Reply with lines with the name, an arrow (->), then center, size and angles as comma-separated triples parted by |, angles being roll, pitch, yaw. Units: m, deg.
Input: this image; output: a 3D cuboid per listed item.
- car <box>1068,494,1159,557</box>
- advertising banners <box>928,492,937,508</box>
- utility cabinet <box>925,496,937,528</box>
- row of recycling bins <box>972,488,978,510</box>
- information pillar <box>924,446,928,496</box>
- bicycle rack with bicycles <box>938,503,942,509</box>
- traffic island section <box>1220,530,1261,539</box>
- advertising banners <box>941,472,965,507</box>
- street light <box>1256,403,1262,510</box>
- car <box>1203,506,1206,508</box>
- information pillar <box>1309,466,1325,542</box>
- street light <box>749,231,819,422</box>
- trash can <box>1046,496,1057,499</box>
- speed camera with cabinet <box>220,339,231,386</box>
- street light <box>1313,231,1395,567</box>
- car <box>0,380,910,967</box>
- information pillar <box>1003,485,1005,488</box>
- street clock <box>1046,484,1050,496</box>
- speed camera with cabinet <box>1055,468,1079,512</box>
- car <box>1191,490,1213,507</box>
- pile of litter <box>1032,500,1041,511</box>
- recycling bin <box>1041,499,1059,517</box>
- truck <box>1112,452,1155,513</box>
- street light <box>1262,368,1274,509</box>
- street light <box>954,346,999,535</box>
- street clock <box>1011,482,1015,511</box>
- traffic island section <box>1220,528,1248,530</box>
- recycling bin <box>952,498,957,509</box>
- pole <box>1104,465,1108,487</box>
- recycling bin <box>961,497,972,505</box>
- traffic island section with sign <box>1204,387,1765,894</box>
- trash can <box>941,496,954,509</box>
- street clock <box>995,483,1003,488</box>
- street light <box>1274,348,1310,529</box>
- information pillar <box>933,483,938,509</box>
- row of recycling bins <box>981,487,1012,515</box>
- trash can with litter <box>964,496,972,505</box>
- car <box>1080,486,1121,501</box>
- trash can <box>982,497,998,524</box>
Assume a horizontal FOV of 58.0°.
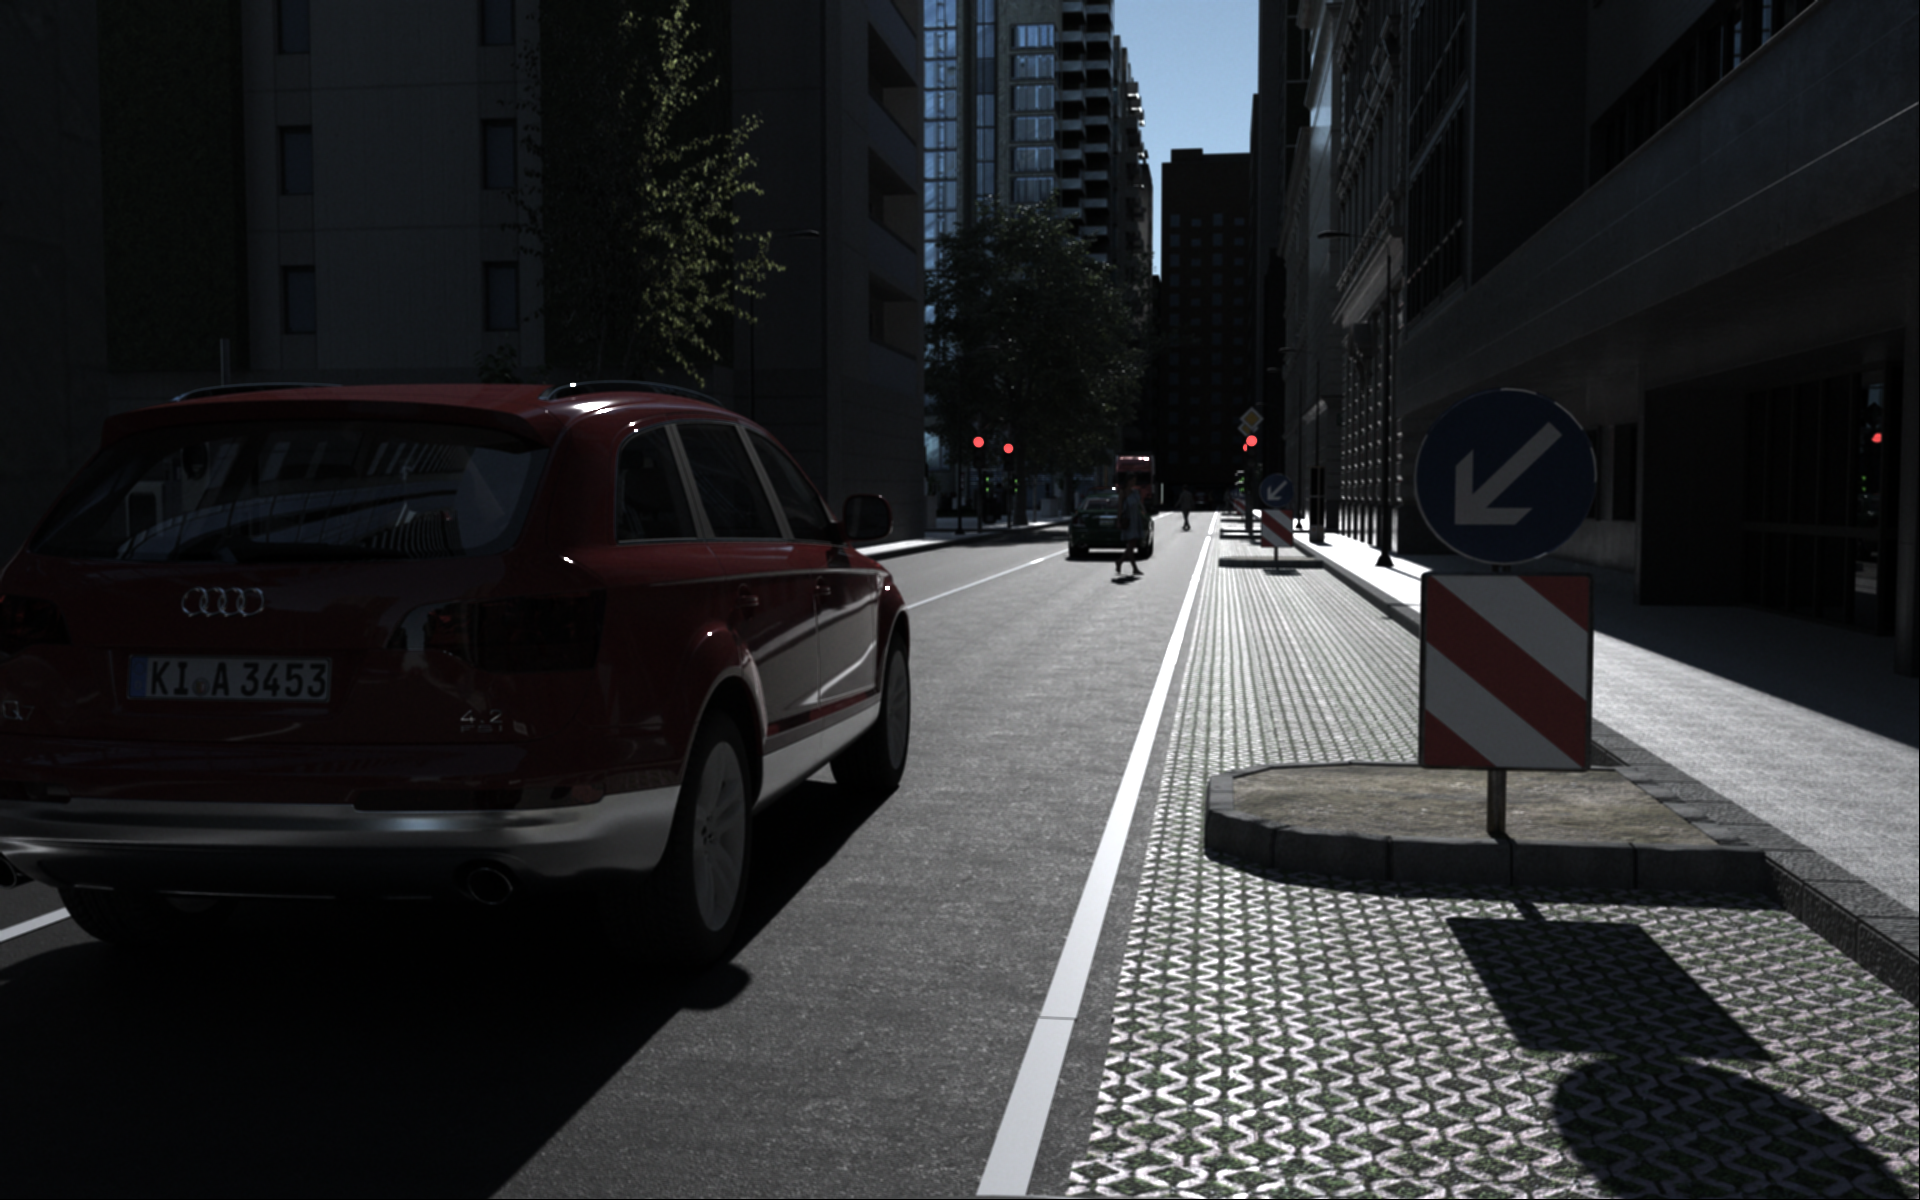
car -> 3.588, -1.770, 40.732 | 2.131, 1.459, 4.920 | 1, 4, 8
advertising banners -> -2.315, -6.316, 99.450 | 2.074, 3.025, 0.090 | 1, 4, 22
utility cabinet -> -1.202, -3.320, 65.445 | 0.306, 1.237, 1.020 | 1, 4, 20
row of recycling bins -> 1.511, -6.226, 108.913 | 1.069, 1.692, 3.534 | 1, 4, 13
information pillar -> -1.849, -5.715, 84.799 | 0.504, 3.616, 0.183 | 3, 5, 39
bicycle rack with bicycles -> -2.302, -6.817, 124.837 | 2.925, 0.926, 2.852 | 1, 4, 11
traffic island section -> 9.372, -2.046, 55.739 | 2.009, 0.180, 2.903 | 1, 4, 9
advertising banners -> -0.572, -8.659, 137.764 | 2.074, 3.025, 0.090 | -1, 4, -13
street light -> 15.816, -7.098, 88.597 | 1.470, 5.913, 1.316 | 1, 4, 9
car -> 24.553, -10.433, 179.380 | 1.959, 1.807, 4.718 | 1, 4, 10
information pillar -> 9.521, -2.549, 46.176 | 0.304, 2.012, 0.304 | 3, 5, 44
street light -> -3.174, -3.563, 30.793 | 1.470, 5.913, 1.316 | 1, 4, 9
trash can -> 6.043, -6.296, 114.588 | 0.748, 1.137, 0.748 | 0, 3, 0
speed camera with cabinet -> -10.020, -1.716, 22.395 | 2.038, 3.252, 0.660 | 3, 4, 36
street light -> 7.013, -3.557, 30.698 | 1.470, 5.913, 1.316 | 1, 4, 9
car -> -1.510, 0.108, 6.900 | 2.281, 1.827, 5.304 | 0, 4, 8
information pillar -> 3.271, -7.951, 134.492 | 0.304, 2.012, 0.304 | 3, 5, 45
street clock -> 6.149, -7.136, 121.236 | 0.358, 2.002, 0.471 | 1, 4, 9
speed camera with cabinet -> 7.572, -7.868, 122.983 | 0.660, 3.252, 2.038 | 3, 5, 43
car -> 23.587, -9.823, 169.280 | 2.281, 1.827, 5.304 | 1, 4, 8
pile of litter -> 6.428, -7.360, 134.299 | 1.719, 0.858, 1.176 | 0, 4, 0
recycling bin -> 4.939, -5.065, 95.371 | 0.722, 1.027, 0.722 | 3, 5, 43
truck -> 11.922, -7.884, 117.818 | 2.839, 4.237, 11.283 | 0, 4, 7
street light -> 12.032, -5.600, 64.104 | 1.470, 5.913, 1.316 | 1, 4, 9
street light -> 0.528, -5.025, 54.697 | 1.470, 5.913, 1.316 | 1, 4, 9
street clock -> 2.734, -4.970, 85.834 | 0.471, 2.002, 0.358 | 0, 4, 2
traffic island section -> 10.567, -2.529, 63.635 | 2.009, 0.180, 2.903 | 1, 4, 9
recycling bin -> -0.572, -6.487, 118.609 | 0.722, 1.027, 0.722 | 0, 4, -2
pole -> 9.838, -7.517, 116.741 | 0.158, 3.312, 0.155 | 0, 3, 0
recycling bin -> 0.540, -7.744, 139.176 | 0.722, 1.027, 0.722 | 1, 4, 20
traffic island section with sign -> 2.038, 0.085, 7.241 | 1.989, 1.847, 2.006 | 1, 4, 9
trash can -> -0.761, -5.681, 104.536 | 0.748, 1.137, 0.748 | 0, 3, 0
street clock -> 2.567, -6.689, 113.933 | 0.471, 2.002, 0.358 | -3, 5, -41
street light -> 10.853, -5.061, 55.287 | 1.470, 5.913, 1.316 | 1, 4, 9
information pillar -> -1.660, -6.812, 115.861 | 0.304, 2.012, 0.304 | 0, 4, 7
row of recycling bins -> 2.373, -6.012, 105.414 | 1.069, 1.692, 3.534 | 1, 4, 16
trash can with litter -> 0.870, -7.525, 134.414 | 1.055, 1.170, 0.624 | -1, 4, -17
car -> 7.207, -4.779, 86.806 | 2.281, 1.827, 5.304 | 1, 4, 10
trash can -> 1.266, -3.872, 74.957 | 0.748, 1.137, 0.748 | 0, 3, 0
